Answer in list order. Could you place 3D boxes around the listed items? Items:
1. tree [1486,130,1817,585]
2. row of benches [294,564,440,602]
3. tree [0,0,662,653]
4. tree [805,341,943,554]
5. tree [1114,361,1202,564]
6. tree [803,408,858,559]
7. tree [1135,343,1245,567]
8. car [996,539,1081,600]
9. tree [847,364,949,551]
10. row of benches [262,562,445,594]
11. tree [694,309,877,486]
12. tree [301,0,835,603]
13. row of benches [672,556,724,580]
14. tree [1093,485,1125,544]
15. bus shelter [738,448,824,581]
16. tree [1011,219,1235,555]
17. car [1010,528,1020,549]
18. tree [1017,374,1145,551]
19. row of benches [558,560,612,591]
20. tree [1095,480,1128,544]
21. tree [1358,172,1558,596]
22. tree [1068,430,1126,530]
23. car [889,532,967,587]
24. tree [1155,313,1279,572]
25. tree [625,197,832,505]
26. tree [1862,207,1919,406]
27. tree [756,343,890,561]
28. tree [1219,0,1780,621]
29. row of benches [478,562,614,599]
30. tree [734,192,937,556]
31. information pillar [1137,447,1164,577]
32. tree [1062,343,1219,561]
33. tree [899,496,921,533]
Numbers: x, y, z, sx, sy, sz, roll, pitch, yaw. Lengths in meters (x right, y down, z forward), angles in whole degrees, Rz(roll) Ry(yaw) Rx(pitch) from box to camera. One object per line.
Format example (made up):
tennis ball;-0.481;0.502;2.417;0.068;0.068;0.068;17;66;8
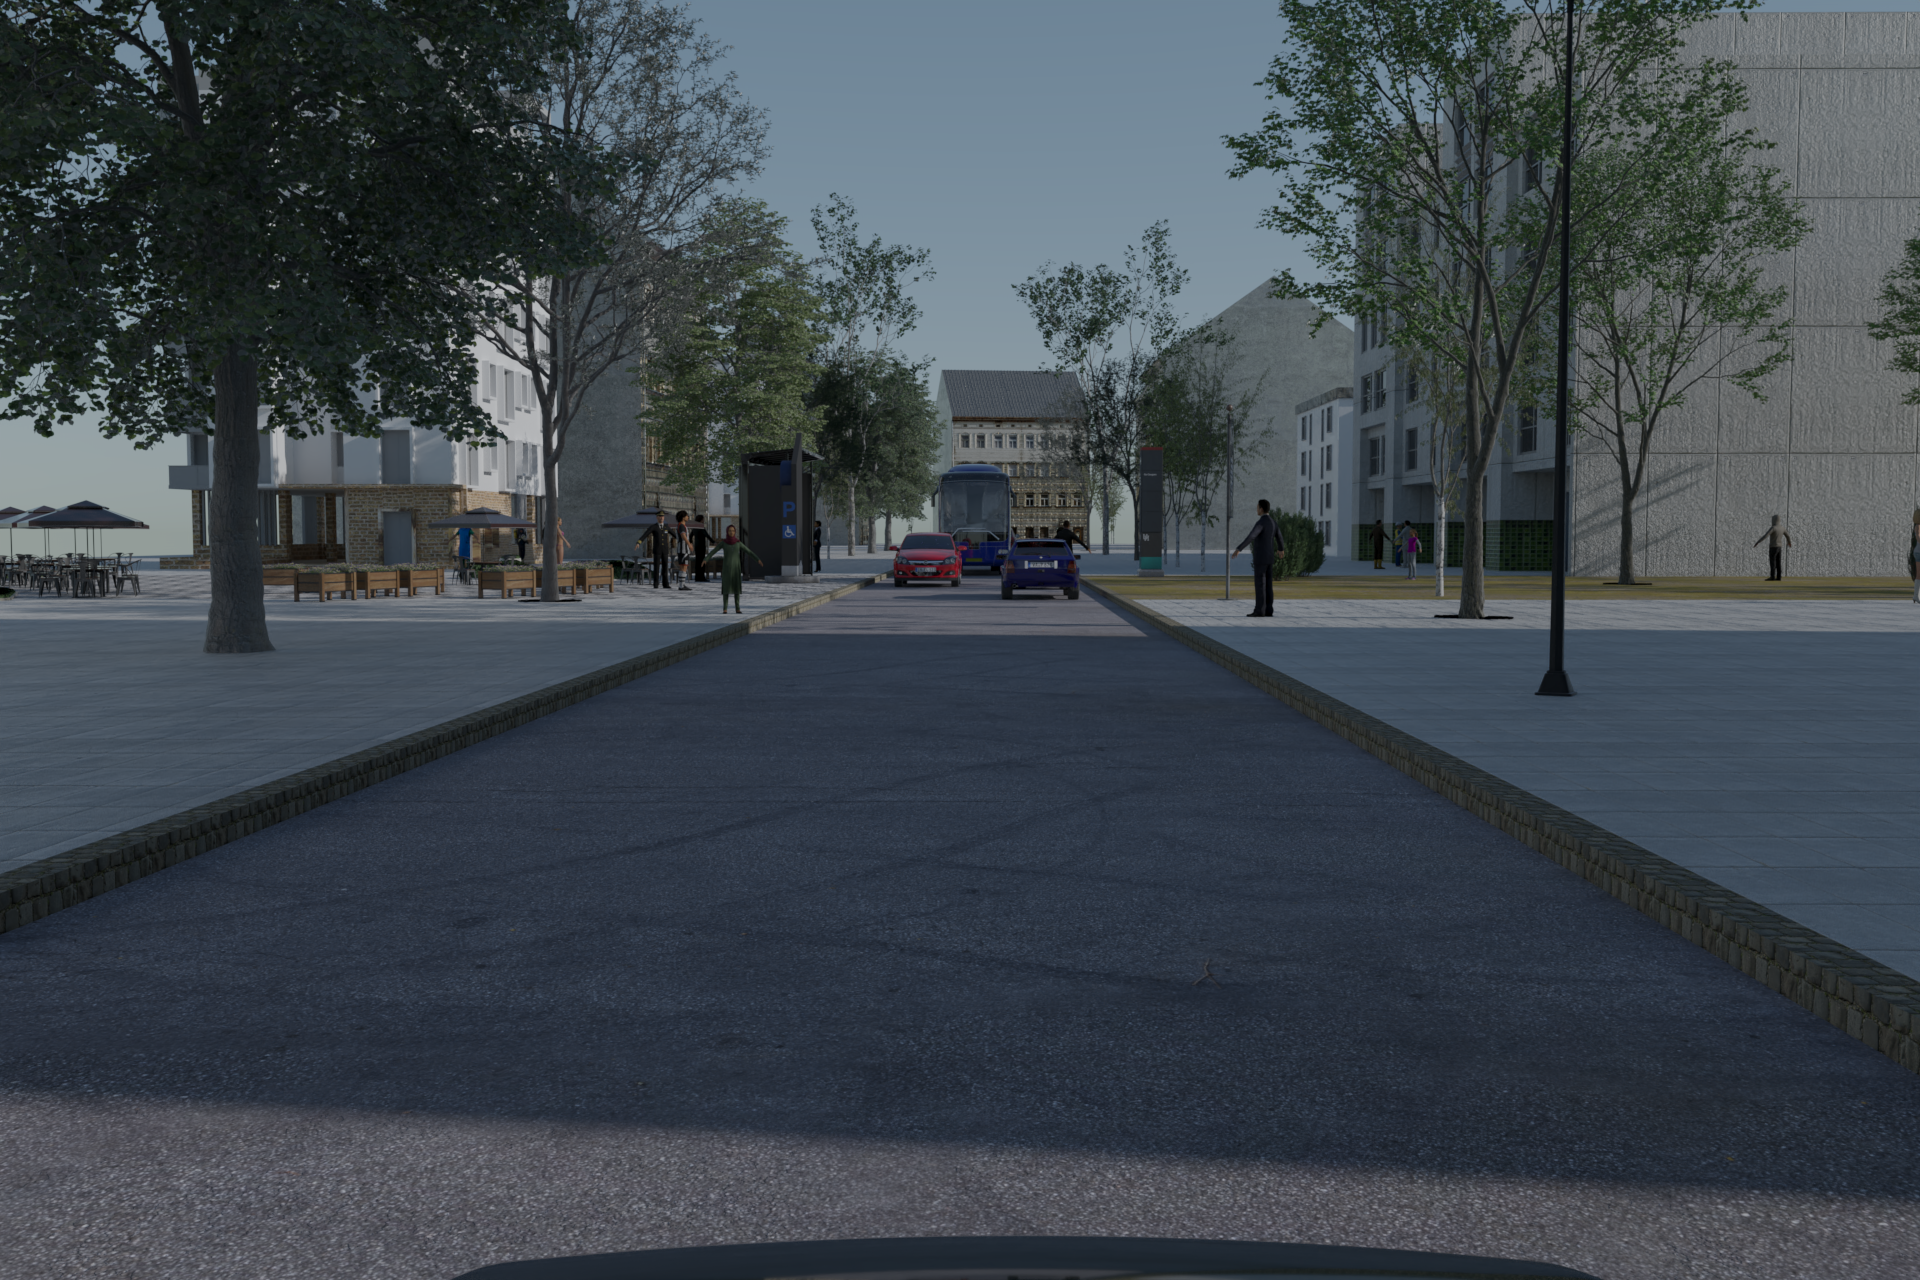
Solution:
tree;17.033;-7.208;43.606;9.928;11.665;9.643;0;3;0
row of benches;-11.781;-1.161;34.451;1.422;0.672;4.104;1;4;16
tree;-7.917;-6.850;18.652;9.857;13.997;8.962;0;3;0
tree;-5.865;-12.644;113.387;9.857;13.997;8.962;0;3;0
tree;8.787;-7.524;73.378;4.360;8.622;3.978;0;3;0
tree;-6.774;-8.523;89.714;4.360;8.622;3.978;0;3;0
tree;8.542;-7.118;66.744;4.737;8.622;4.395;0;3;0
car;1.786;-1.630;39.226;1.945;1.354;3.894;0;4;1
tree;-5.401;-13.688;130.455;9.857;13.997;8.962;0;3;0
row of benches;-13.167;-1.352;37.564;4.104;0.672;1.422;0;4;-6
tree;-6.850;-8.375;71.347;7.601;10.594;8.767;2;4;29
tree;-7.618;-7.456;32.276;12.009;13.543;11.850;0;3;0
row of benches;-7.107;-2.108;49.923;1.422;0.672;4.104;1;4;21
tree;19.934;-16.783;224.771;4.360;8.622;3.978;0;3;0
bus shelter;-5.092;-3.596;50.073;1.731;3.624;6.357;0;4;1
tree;9.742;-15.225;104.824;12.611;20.169;13.585;0;3;0
car;1.816;-4.682;85.229;2.281;1.827;5.304;0;4;0
tree;9.764;-13.517;131.372;12.009;13.543;11.850;0;3;0
row of benches;-8.758;-1.508;40.111;1.422;0.672;4.104;0;4;1
tree;20.183;-17.091;229.805;4.737;8.622;4.395;0;3;0
tree;9.680;-5.212;35.582;4.360;8.622;3.978;0;3;0
tree;9.968;-10.204;117.193;4.360;8.622;3.978;0;3;0
car;-0.879;-2.402;48.308;2.155;1.783;4.494;0;4;1
tree;8.038;-6.622;58.625;4.360;8.622;3.978;0;3;0
tree;-7.684;-8.612;58.928;7.486;12.596;7.792;0;3;0
tree;28.982;-7.430;47.229;9.928;11.665;9.643;0;3;0
tree;-7.114;-9.011;81.740;8.767;10.594;7.601;2;4;24
tree;7.953;-6.130;25.976;9.928;11.665;9.643;0;3;0
row of benches;-8.597;-1.256;35.991;1.422;0.672;4.104;1;4;21
tree;-7.314;-14.872;99.051;12.611;20.169;13.585;0;3;0
information pillar;5.713;-3.820;51.838;0.750;3.857;0.750;0;4;1
tree;8.740;-9.145;83.932;8.767;10.594;7.601;2;4;26
tree;-6.641;-17.033;228.843;4.737;8.622;4.395;0;3;0
